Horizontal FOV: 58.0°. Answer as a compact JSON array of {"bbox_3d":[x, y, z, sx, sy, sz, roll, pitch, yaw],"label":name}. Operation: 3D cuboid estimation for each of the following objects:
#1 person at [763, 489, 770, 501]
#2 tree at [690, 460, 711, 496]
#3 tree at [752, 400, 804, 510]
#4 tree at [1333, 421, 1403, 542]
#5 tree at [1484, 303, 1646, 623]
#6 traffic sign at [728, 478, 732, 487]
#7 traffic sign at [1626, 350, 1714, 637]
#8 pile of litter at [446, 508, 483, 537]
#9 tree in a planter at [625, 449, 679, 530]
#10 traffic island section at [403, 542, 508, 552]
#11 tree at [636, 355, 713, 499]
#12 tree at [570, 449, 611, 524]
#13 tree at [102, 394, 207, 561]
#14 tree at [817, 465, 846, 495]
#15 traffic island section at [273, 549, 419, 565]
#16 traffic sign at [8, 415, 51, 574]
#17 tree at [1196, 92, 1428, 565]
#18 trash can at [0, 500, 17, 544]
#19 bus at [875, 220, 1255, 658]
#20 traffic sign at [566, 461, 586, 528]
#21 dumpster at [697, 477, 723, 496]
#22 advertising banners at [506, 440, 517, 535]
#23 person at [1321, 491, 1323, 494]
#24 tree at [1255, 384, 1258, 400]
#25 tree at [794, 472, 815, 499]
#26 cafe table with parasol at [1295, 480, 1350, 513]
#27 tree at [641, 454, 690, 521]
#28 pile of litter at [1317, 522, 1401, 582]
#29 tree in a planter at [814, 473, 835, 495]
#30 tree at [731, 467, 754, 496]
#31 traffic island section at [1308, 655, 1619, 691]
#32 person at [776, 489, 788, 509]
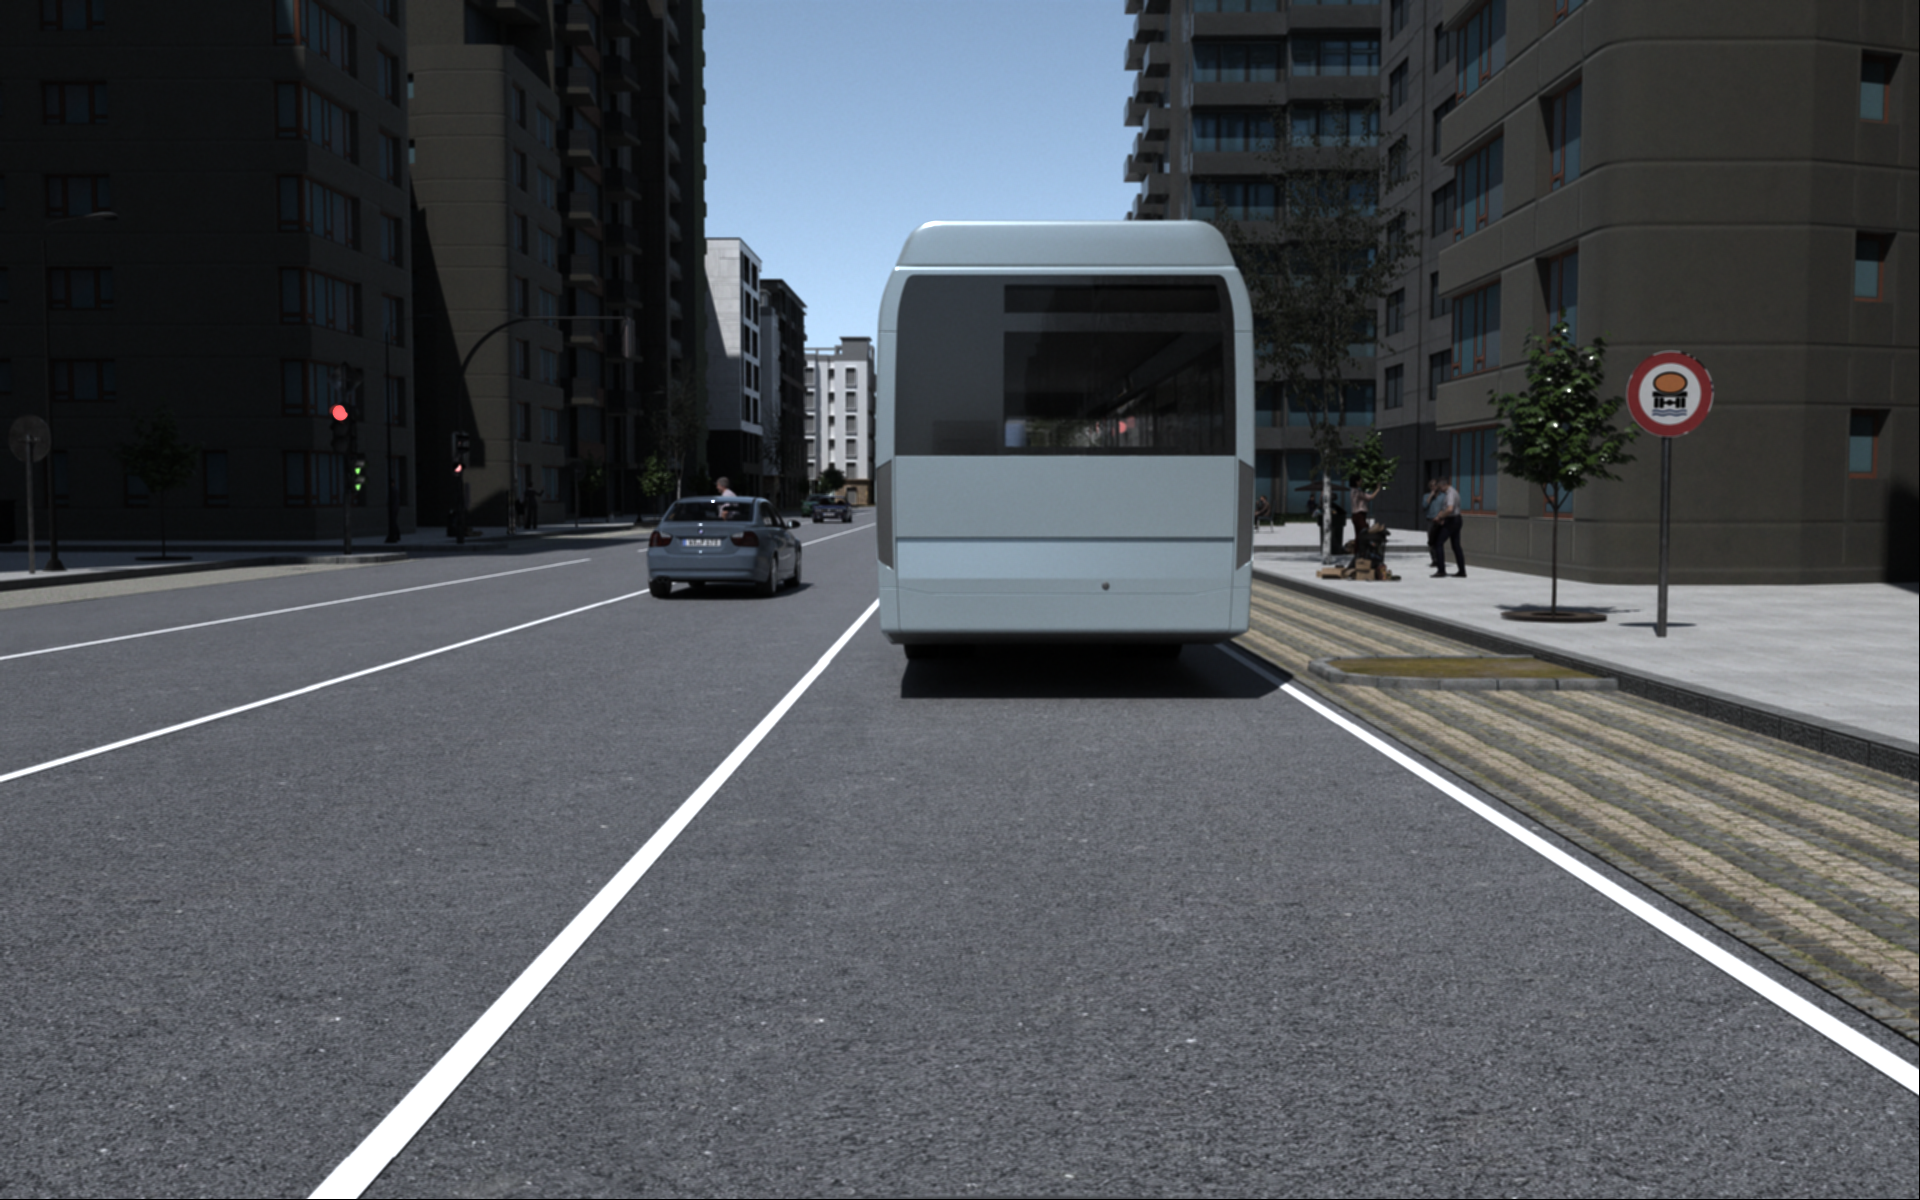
[{"bbox_3d":[-16.239,-8.453,145.046,0.742,1.727,0.445,1,4,22],"label":"person"},{"bbox_3d":[-14.474,-6.268,97.091,1.663,3.219,1.824,0,3,0],"label":"tree"},{"bbox_3d":[-14.045,-11.317,135.388,4.360,8.622,3.978,0,3,0],"label":"tree"},{"bbox_3d":[11.033,-3.156,46.197,1.663,3.219,1.824,0,3,0],"label":"tree"},{"bbox_3d":[6.220,-1.410,17.659,1.663,3.219,1.824,0,3,0],"label":"tree"},{"bbox_3d":[-14.422,-6.438,107.389,0.606,2.300,0.079,0,4,1],"label":"traffic sign"},{"bbox_3d":[6.307,-0.941,15.487,0.768,2.556,0.104,0,4,2],"label":"traffic sign"},{"bbox_3d":[-14.976,-2.341,52.247,1.176,0.858,1.719,0,4,-2],"label":"pile of litter"},{"bbox_3d":[-12.310,-4.436,69.743,1.991,3.239,1.994,0,4,1],"label":"tree in a planter"},{"bbox_3d":[-12.894,-1.367,44.639,2.009,0.180,2.903,0,4,1],"label":"traffic island section"},{"bbox_3d":[-15.002,-8.655,91.868,4.360,8.622,3.978,0,3,0],"label":"tree"},{"bbox_3d":[-15.926,-4.861,74.076,1.663,3.219,1.824,0,3,0],"label":"tree"},{"bbox_3d":[-15.425,-2.391,33.697,1.663,3.219,1.824,0,3,0],"label":"tree"},{"bbox_3d":[-14.107,-12.667,190.824,4.285,4.588,4.351,0,3,0],"label":"tree"},{"bbox_3d":[-12.974,-0.879,36.654,2.009,0.180,2.903,0,4,1],"label":"traffic island section"},{"bbox_3d":[-14.948,-1.695,27.827,0.768,2.556,0.104,1,4,10],"label":"traffic sign"},{"bbox_3d":[6.401,-4.936,31.058,4.360,8.622,3.978,0,3,0],"label":"tree"},{"bbox_3d":[-24.696,-2.018,44.642,0.748,1.137,0.748,0,3,0],"label":"trash can"},{"bbox_3d":[0.727,-1.433,18.286,2.948,3.499,13.247,0,4,0],"label":"bus"},{"bbox_3d":[-14.696,-4.049,66.305,0.768,2.556,0.104,0,4,7],"label":"traffic sign"},{"bbox_3d":[-14.406,-5.956,99.870,1.502,2.255,1.985,0,4,1],"label":"dumpster"},{"bbox_3d":[-14.249,-3.605,55.133,0.090,3.025,2.074,0,4,-6],"label":"advertising banners"},{"bbox_3d":[14.337,-3.701,68.027,0.415,1.643,0.593,-2,4,-32],"label":"person"},{"bbox_3d":[7.096,-7.821,62.288,7.601,10.594,8.767,0,4,1],"label":"tree"},{"bbox_3d":[-13.952,-9.794,154.736,1.663,3.219,1.824,0,3,0],"label":"tree"},{"bbox_3d":[17.620,-4.854,84.221,2.610,1.966,2.610,2,4,27],"label":"cafe table with parasol"},{"bbox_3d":[-14.350,-5.437,83.489,1.663,3.219,1.824,0,3,0],"label":"tree"},{"bbox_3d":[6.020,-0.745,26.143,1.176,0.858,1.719,0,4,-1],"label":"pile of litter"},{"bbox_3d":[-11.538,-9.120,146.341,1.991,3.239,1.994,0,4,1],"label":"tree in a planter"},{"bbox_3d":[-15.151,-7.739,121.137,1.663,3.219,1.824,0,3,0],"label":"tree"},{"bbox_3d":[3.783,0.571,13.527,1.991,0.108,1.994,0,4,1],"label":"traffic island section"},{"bbox_3d":[-15.295,-8.731,148.825,1.348,1.821,0.705,2,4,34],"label":"person"}]
